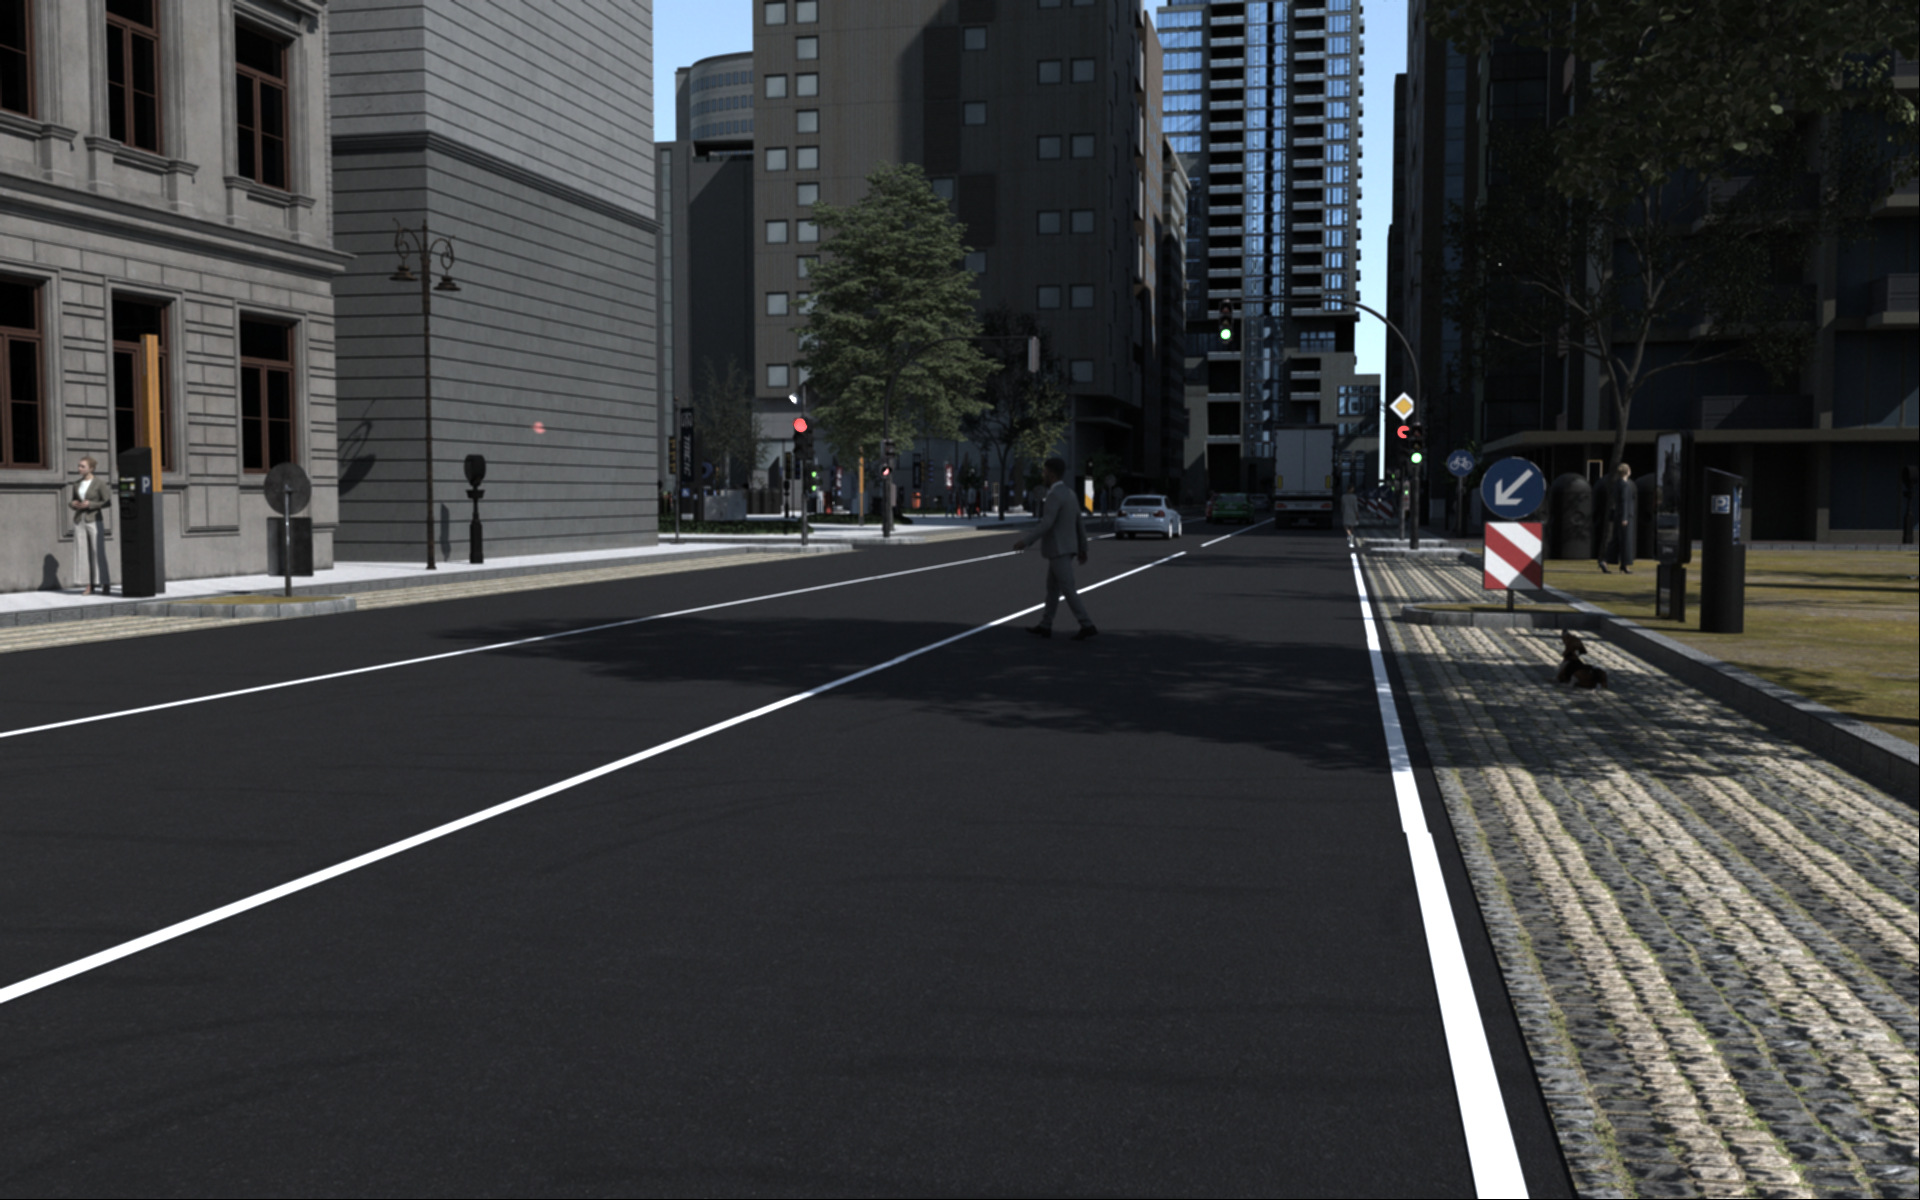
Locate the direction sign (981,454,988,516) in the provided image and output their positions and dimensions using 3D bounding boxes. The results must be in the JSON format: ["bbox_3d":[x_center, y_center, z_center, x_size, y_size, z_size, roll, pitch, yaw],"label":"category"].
[{"bbox_3d":[1.407,-6.571,99.438,0.379,3.537,0.876,-2,4,-24],"label":"direction sign"}]

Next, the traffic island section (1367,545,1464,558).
[{"bbox_3d":[10.508,-1.085,40.020,2.009,0.180,2.903,1,4,12],"label":"traffic island section"}]

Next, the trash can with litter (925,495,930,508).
[{"bbox_3d":[-2.077,-6.796,122.165,2.233,1.210,1.678,1,4,23],"label":"trash can with litter"}]

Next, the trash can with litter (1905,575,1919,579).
[{"bbox_3d":[15.382,-0.942,26.458,2.233,1.210,1.678,0,4,-8],"label":"trash can with litter"}]

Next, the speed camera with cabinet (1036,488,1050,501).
[{"bbox_3d":[5.815,-7.348,114.469,0.660,3.252,2.038,-2,4,-34],"label":"speed camera with cabinet"}]

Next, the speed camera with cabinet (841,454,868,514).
[{"bbox_3d":[-5.082,-5.438,83.239,0.660,3.252,2.038,1,4,20],"label":"speed camera with cabinet"}]

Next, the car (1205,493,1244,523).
[{"bbox_3d":[13.325,-4.762,86.896,2.155,1.783,4.494,1,4,12],"label":"car"}]

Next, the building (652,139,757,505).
[{"bbox_3d":[-27.043,-31.740,202.537,14.086,41.232,14.154,1,4,12],"label":"building"}]

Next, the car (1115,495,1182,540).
[{"bbox_3d":[6.047,-2.664,55.566,2.014,1.417,4.499,1,4,13],"label":"car"}]

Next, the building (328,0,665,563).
[{"bbox_3d":[-23.012,-16.052,39.948,29.804,29.767,11.434,1,4,12],"label":"building"}]

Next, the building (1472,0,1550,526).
[{"bbox_3d":[29.235,-18.475,73.769,14.160,30.474,14.107,1,4,12],"label":"building"}]

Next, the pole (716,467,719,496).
[{"bbox_3d":[-18.167,-8.296,129.479,0.158,3.312,0.155,0,3,0],"label":"pole"}]

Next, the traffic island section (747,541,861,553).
[{"bbox_3d":[-3.891,-1.278,43.171,2.009,0.180,2.903,1,4,12],"label":"traffic island section"}]

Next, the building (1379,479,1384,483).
[{"bbox_3d":[65.692,-33.943,209.588,28.867,44.769,22.147,1,4,12],"label":"building"}]

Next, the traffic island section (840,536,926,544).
[{"bbox_3d":[-2.181,-1.755,50.971,2.009,0.180,2.903,1,4,12],"label":"traffic island section"}]

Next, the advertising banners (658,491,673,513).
[{"bbox_3d":[-14.623,-5.247,81.973,2.074,3.025,0.090,-2,4,-28],"label":"advertising banners"}]

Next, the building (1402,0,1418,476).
[{"bbox_3d":[52.359,-34.197,148.358,28.713,52.752,27.495,1,4,12],"label":"building"}]

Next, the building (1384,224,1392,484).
[{"bbox_3d":[52.724,-25.302,185.385,14.160,30.474,14.107,1,4,12],"label":"building"}]

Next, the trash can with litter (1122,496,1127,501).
[{"bbox_3d":[11.726,-6.785,122.321,0.624,1.170,1.055,1,4,16],"label":"trash can with litter"}]

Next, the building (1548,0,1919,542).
[{"bbox_3d":[31.800,-24.397,53.523,28.867,44.769,22.147,1,4,12],"label":"building"}]

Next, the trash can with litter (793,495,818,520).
[{"bbox_3d":[-7.090,-4.589,86.087,2.233,1.210,1.678,3,4,39],"label":"trash can with litter"}]

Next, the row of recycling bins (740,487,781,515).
[{"bbox_3d":[-12.600,-6.196,108.409,1.069,1.692,3.534,3,5,43],"label":"row of recycling bins"}]

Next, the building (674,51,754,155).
[{"bbox_3d":[-22.405,-41.978,228.342,28.212,58.520,21.231,1,4,12],"label":"building"}]

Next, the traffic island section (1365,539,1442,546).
[{"bbox_3d":[12.219,-1.562,47.820,2.009,0.180,2.903,1,4,12],"label":"traffic island section"}]

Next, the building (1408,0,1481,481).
[{"bbox_3d":[41.316,-29.304,129.232,14.600,45.320,14.200,1,4,12],"label":"building"}]

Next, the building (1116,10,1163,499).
[{"bbox_3d":[11.040,-31.204,160.294,14.600,45.320,14.200,1,4,12],"label":"building"}]

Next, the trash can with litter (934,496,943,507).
[{"bbox_3d":[-1.458,-6.617,119.568,0.624,1.170,1.055,0,4,6],"label":"trash can with litter"}]

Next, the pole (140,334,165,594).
[{"bbox_3d":[-10.380,-1.738,22.267,0.158,3.312,0.155,0,3,0],"label":"pole"}]

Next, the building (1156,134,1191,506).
[{"bbox_3d":[11.780,-30.114,184.238,23.993,40.220,32.217,1,4,12],"label":"building"}]

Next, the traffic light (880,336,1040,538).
[{"bbox_3d":[-0.081,-4.633,50.415,4.771,5.953,1.251,1,4,12],"label":"traffic light"}]

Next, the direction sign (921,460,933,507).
[{"bbox_3d":[-2.203,-7.533,115.160,0.876,3.537,0.379,0,4,0],"label":"direction sign"}]

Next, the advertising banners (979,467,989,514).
[{"bbox_3d":[1.102,-7.017,110.908,2.074,3.025,0.090,-3,5,-40],"label":"advertising banners"}]

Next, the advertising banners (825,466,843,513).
[{"bbox_3d":[-8.287,-6.895,108.916,2.074,3.025,0.090,1,4,20],"label":"advertising banners"}]

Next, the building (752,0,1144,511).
[{"bbox_3d":[0.249,-33.718,140.525,28.713,52.752,27.495,1,4,12],"label":"building"}]

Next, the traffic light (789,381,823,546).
[{"bbox_3d":[-3.854,-3.309,43.028,0.839,4.253,0.868,1,4,12],"label":"traffic light"}]

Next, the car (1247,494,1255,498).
[{"bbox_3d":[31.496,-10.786,188.147,2.131,1.459,4.920,1,4,11],"label":"car"}]

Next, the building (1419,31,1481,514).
[{"bbox_3d":[39.670,-48.216,100.997,22.319,86.520,31.000,1,4,12],"label":"building"}]

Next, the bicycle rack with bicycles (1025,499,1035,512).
[{"bbox_3d":[5.246,-6.655,122.188,2.852,0.926,2.925,-3,4,-37],"label":"bicycle rack with bicycles"}]

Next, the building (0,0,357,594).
[{"bbox_3d":[-17.601,-11.269,20.399,11.583,22.565,21.152,1,4,12],"label":"building"}]

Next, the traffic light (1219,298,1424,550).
[{"bbox_3d":[8.409,-4.009,40.221,4.771,5.953,1.251,1,4,12],"label":"traffic light"}]

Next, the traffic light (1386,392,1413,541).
[{"bbox_3d":[12.182,-3.596,47.715,0.839,4.253,0.868,1,4,12],"label":"traffic light"}]

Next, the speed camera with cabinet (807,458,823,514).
[{"bbox_3d":[-7.995,-6.186,95.473,0.660,3.252,2.038,0,4,5],"label":"speed camera with cabinet"}]

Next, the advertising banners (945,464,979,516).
[{"bbox_3d":[0.035,-6.518,102.752,2.074,3.025,0.090,-2,4,-25],"label":"advertising banners"}]

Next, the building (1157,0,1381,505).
[{"bbox_3d":[36.627,-55.219,215.505,31.000,86.520,22.319,1,4,12],"label":"building"}]

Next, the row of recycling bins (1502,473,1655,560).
[{"bbox_3d":[12.376,-1.638,33.894,3.534,1.692,1.069,-1,4,-9],"label":"row of recycling bins"}]

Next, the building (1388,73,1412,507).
[{"bbox_3d":[49.617,-29.783,170.551,14.154,41.232,14.086,1,4,12],"label":"building"}]

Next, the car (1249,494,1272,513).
[{"bbox_3d":[23.451,-7.571,135.791,2.014,1.417,4.499,1,4,12],"label":"car"}]

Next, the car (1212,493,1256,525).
[{"bbox_3d":[13.001,-4.484,82.104,1.959,1.807,4.718,1,4,13],"label":"car"}]

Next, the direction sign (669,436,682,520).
[{"bbox_3d":[-10.998,-4.656,68.122,0.876,3.537,0.379,0,4,-4],"label":"direction sign"}]

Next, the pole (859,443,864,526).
[{"bbox_3d":[-3.964,-4.624,69.444,0.158,3.312,0.155,0,3,0],"label":"pole"}]

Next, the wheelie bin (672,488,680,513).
[{"bbox_3d":[-15.575,-5.377,95.827,0.693,1.594,0.980,-1,4,-8],"label":"wheelie bin"}]
